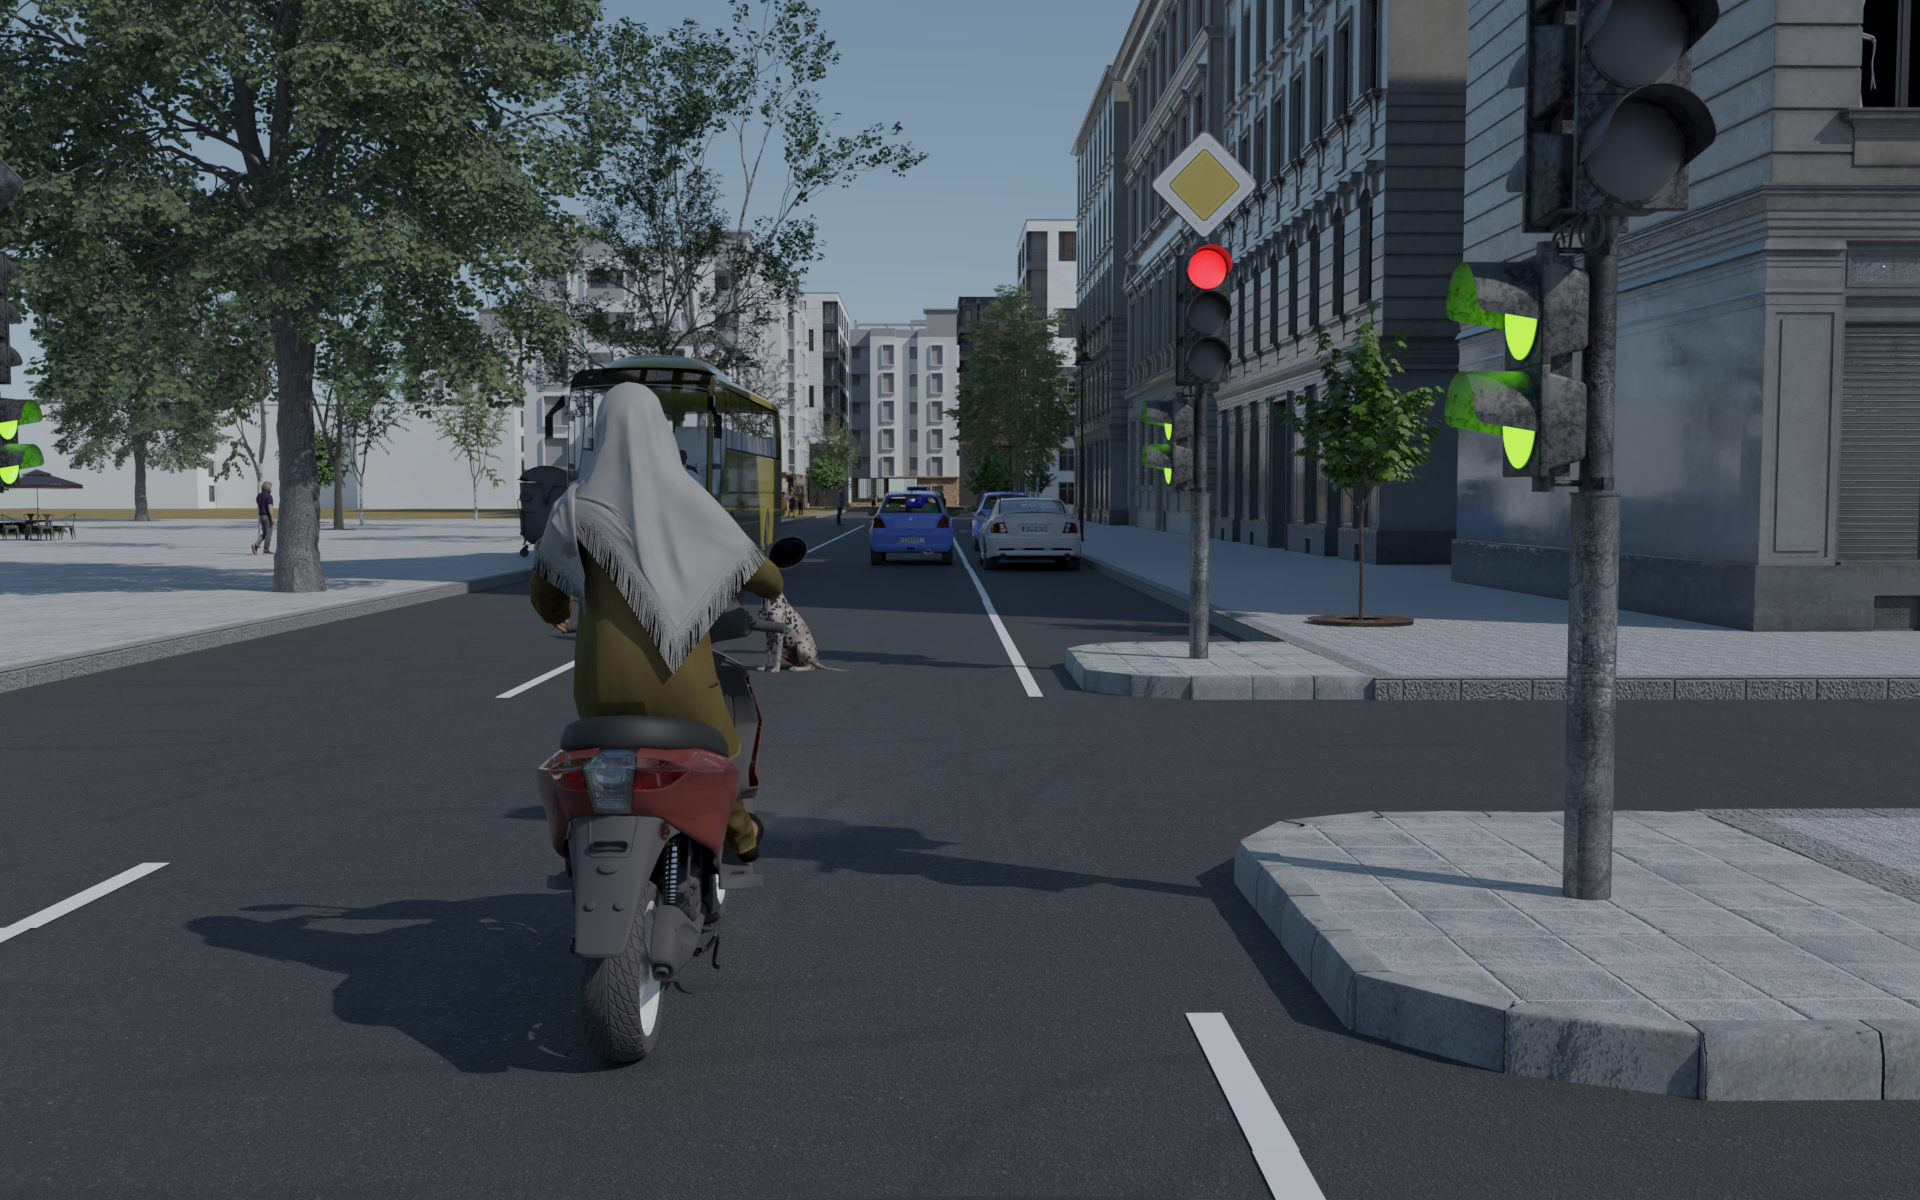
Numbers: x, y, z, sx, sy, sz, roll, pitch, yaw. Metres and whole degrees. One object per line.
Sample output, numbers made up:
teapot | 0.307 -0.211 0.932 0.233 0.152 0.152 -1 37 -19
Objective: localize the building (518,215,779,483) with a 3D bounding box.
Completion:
building | -21.532 -16.253 122.155 16.016 20.091 11.380 0 4 -1

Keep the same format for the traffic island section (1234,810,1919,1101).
traffic island section | 2.025 1.024 5.537 2.009 0.180 2.903 0 4 -1

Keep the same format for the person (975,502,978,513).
person | 0.937 -4.020 76.442 0.614 1.554 0.590 -2 4 -35

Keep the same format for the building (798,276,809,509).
building | -19.355 -18.179 153.644 11.380 20.091 16.016 0 4 -1

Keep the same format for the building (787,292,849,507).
building | -28.861 -21.115 189.204 32.646 21.610 27.936 0 4 -1

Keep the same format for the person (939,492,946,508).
person | -0.772 -3.953 75.676 0.480 1.512 0.613 -2 4 -31

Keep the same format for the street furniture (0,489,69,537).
street furniture | -35.124 -3.294 58.891 14.083 1.986 27.439 0 4 -3

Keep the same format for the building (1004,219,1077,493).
building | 18.598 -18.443 145.524 27.936 21.610 32.646 0 4 -1

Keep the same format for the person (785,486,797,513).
person | -11.588 -6.929 119.425 0.705 1.812 1.348 -3 4 -37

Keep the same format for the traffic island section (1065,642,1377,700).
traffic island section | 1.885 0.536 13.521 2.009 0.180 2.903 0 4 -1

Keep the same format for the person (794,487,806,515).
person | -9.819 -6.063 105.883 0.721 1.735 1.217 -3 5 -43

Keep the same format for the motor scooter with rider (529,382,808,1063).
motor scooter with rider | -0.828 0.244 4.973 0.876 1.779 1.986 0 4 -1

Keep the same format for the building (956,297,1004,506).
building | 15.998 -21.167 190.046 32.646 21.610 27.936 0 4 -1

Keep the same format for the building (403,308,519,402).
building | -51.250 -19.946 182.537 11.380 20.091 16.016 0 4 -1

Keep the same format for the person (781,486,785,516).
person | -10.522 -5.805 101.678 0.721 1.736 1.217 1 4 13

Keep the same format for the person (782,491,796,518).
person | -9.319 -5.174 93.823 0.799 1.438 0.628 -2 4 -33

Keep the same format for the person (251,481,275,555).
person | -14.712 -1.730 36.539 0.471 1.553 0.569 -1 4 -22

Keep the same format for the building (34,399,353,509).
building | -67.351 -13.149 157.138 28.070 9.664 9.099 0 4 -1

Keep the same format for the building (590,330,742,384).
building | -17.337 -9.829 102.856 9.099 9.664 28.070 0 4 -1

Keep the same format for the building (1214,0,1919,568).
building | 12.064 -11.656 39.728 9.793 20.994 18.267 0 4 -1

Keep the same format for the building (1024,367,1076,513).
building | 9.493 -10.531 114.334 9.099 9.664 28.070 0 4 -1

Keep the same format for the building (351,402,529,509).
building | -39.275 -13.143 157.034 28.070 9.664 9.099 0 4 -1

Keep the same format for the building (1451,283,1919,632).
building | 16.223 -10.468 20.304 18.267 20.994 9.793 0 4 -1

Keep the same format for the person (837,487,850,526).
person | -5.275 -4.245 78.444 0.750 1.759 0.617 1 4 17

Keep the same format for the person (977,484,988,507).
person | 0.671 -2.378 48.301 0.530 1.710 0.541 -1 4 -22

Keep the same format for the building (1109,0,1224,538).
building | 11.933 -13.651 59.353 11.583 22.565 21.152 0 4 -1

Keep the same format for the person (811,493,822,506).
person | -12.967 -9.033 156.985 1.065 1.426 0.557 0 4 4

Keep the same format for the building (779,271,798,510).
building | -21.214 -16.948 133.521 16.016 20.091 11.380 0 4 -1

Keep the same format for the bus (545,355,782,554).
bus | -5.384 -2.622 34.409 2.896 3.916 12.252 0 4 0

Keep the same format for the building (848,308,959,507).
building | -5.892 -19.967 182.882 11.380 20.091 16.016 0 4 -1

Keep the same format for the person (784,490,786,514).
person | -11.234 -6.269 108.416 0.709 1.838 0.599 -2 4 -33

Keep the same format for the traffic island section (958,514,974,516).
traffic island section | 0.103 -5.667 115.520 1.991 0.108 1.994 0 4 -1

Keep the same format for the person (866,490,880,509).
person | -7.078 -8.088 141.529 1.217 1.735 0.721 1 4 12

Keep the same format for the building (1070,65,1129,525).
building | 10.634 -14.076 79.301 9.793 20.994 18.267 0 4 -1
